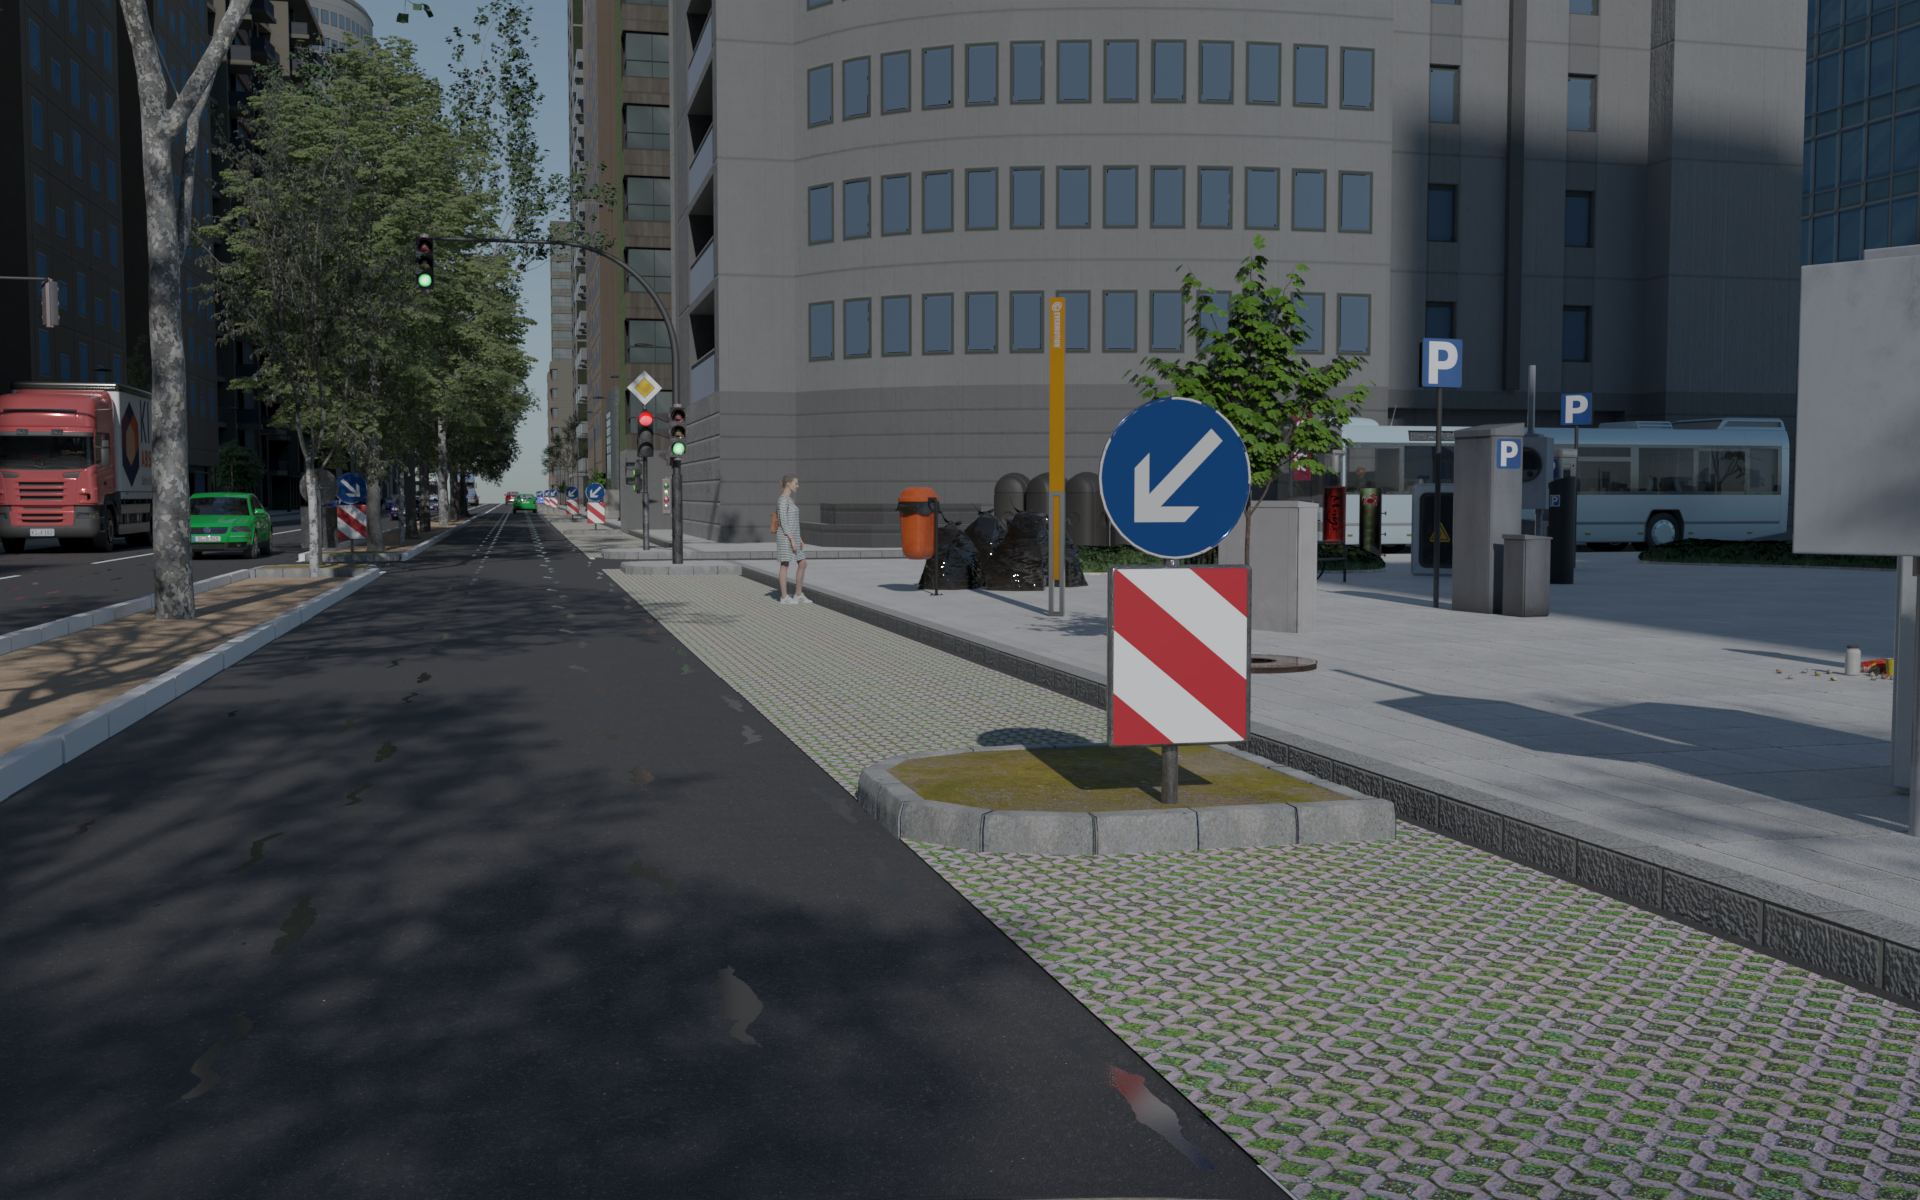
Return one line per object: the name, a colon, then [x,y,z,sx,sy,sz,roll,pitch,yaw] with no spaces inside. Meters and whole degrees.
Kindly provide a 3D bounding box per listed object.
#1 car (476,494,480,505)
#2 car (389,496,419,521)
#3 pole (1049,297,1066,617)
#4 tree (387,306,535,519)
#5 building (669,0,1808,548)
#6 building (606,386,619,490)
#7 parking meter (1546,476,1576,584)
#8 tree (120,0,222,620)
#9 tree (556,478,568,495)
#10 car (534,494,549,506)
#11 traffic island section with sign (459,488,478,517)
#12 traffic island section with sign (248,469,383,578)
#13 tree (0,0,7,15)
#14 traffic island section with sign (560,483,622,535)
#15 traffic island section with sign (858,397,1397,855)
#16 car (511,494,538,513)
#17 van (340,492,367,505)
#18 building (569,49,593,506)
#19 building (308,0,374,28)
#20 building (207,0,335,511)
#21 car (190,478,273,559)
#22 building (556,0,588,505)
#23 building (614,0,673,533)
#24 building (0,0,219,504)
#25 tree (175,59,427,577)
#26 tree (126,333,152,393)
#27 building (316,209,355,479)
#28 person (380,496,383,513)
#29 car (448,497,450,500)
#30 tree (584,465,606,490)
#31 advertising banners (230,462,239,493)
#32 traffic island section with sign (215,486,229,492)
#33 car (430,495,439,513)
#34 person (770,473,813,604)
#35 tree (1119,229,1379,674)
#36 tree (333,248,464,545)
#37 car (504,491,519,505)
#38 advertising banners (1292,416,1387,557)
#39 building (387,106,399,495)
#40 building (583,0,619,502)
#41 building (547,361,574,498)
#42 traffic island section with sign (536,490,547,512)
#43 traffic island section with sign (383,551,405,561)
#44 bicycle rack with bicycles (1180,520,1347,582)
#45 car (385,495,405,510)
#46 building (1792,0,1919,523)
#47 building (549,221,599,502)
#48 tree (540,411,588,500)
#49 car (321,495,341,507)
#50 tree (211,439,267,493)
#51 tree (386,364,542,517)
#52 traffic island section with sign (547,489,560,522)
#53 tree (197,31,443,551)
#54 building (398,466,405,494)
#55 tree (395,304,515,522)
car: [-65.215,-13.600,231.407,2.155,1.783,4.494,-1,4,-16]
car: [-30.119,-5.014,94.558,1.945,1.354,3.894,-1,4,-13]
pole: [1.017,-1.484,18.107,0.158,3.312,0.155,0,3,0]
tree: [-28.362,-11.490,96.977,9.857,13.997,8.962,0,3,0]
building: [6.184,-31.158,51.427,28.212,58.520,21.231,-1,4,-14]
building: [-8.548,-48.087,98.896,22.319,86.520,31.000,-1,4,-14]
parking meter: [8.588,-0.999,24.752,0.372,1.533,0.369,0,3,0]
tree: [-7.596,-9.806,18.682,12.611,20.169,13.585,0,3,0]
tree: [-46.434,-12.734,202.805,1.663,3.219,1.824,0,3,0]
car: [-51.288,-12.413,212.545,1.945,1.707,3.694,-1,4,-14]
traffic island section with sign: [-31.739,-6.262,110.526,2.006,1.907,1.989,-1,4,-14]
traffic island section with sign: [-11.363,-1.369,30.525,2.006,1.907,1.989,-1,4,-14]
tree: [-5.400,-5.668,5.505,12.009,13.543,11.850,0,3,0]
traffic island section with sign: [-13.086,-3.236,61.543,1.989,1.847,2.006,-1,4,-14]
traffic island section with sign: [0.595,0.050,7.813,1.989,1.847,2.006,-1,4,-14]
car: [-32.822,-7.446,130.545,1.959,1.807,4.718,-1,4,-15]
van: [-42.381,-7.171,121.636,2.240,2.365,5.245,-1,4,-15]
building: [-27.170,-33.915,174.111,23.786,49.044,30.456,-1,4,-14]
building: [-78.498,-40.248,200.056,21.231,58.520,28.212,-1,4,-14]
building: [-65.685,-30.068,146.230,22.147,44.769,28.867,-1,4,-14]
car: [-16.736,-1.865,39.282,1.959,1.807,4.718,-1,4,-15]
building: [-40.254,-47.604,216.569,20.563,71.187,20.611,-1,4,-14]
building: [-6.790,-18.219,69.586,14.160,30.474,14.107,-1,4,-14]
building: [-43.978,-26.384,81.490,14.600,45.320,14.200,-1,4,-14]
tree: [-10.993,-4.672,29.208,4.360,8.622,3.978,0,3,0]
tree: [-35.796,-7.584,74.353,4.737,8.622,4.395,0,3,0]
building: [-67.246,-24.287,168.791,14.160,30.474,14.107,-1,4,-14]
person: [-43.997,-7.320,131.365,0.799,1.438,0.628,2,4,31]
car: [-70.973,-13.757,237.287,2.083,1.381,4.827,-1,4,-15]
tree: [-24.083,-7.360,114.939,1.663,3.219,1.824,0,3,0]
advertising banners: [-40.559,-6.159,96.895,0.090,3.025,2.074,-1,4,-12]
traffic island section with sign: [-35.546,-4.574,83.409,1.989,1.847,2.006,-1,4,-14]
car: [-40.724,-7.371,133.102,1.945,1.354,3.894,-1,4,-14]
person: [-2.218,-0.794,22.492,0.522,1.701,0.512,0,4,7]
tree: [2.250,-1.107,12.708,1.663,3.219,1.824,0,3,0]
tree: [-15.715,-5.847,48.411,4.737,8.622,4.395,0,3,0]
car: [-59.503,-13.568,230.507,2.281,1.827,5.304,-1,4,-14]
advertising banners: [7.510,-2.349,34.593,2.074,3.025,0.090,2,4,34]
building: [-86.153,-41.911,227.243,21.231,58.520,28.212,-1,4,-14]
building: [-25.407,-30.658,151.363,14.600,45.320,14.200,-1,4,-14]
building: [-43.392,-24.327,242.783,27.650,21.520,28.899,-1,4,-14]
traffic island section with sign: [-31.960,-7.767,135.613,1.989,1.847,2.006,-1,4,-14]
traffic island section with sign: [-13.182,-1.809,37.706,2.006,1.907,1.989,-1,4,-14]
bicycle rack with bicycles: [4.156,-0.724,25.224,2.925,0.926,2.852,-3,5,-43]
car: [-51.827,-8.995,159.429,2.083,1.381,4.827,-1,4,-13]
building: [35.253,-24.826,56.014,14.200,45.320,14.600,-1,4,-14]
building: [-54.591,-35.367,261.848,14.154,41.232,14.086,-1,4,-14]
tree: [-43.617,-15.873,193.930,7.601,10.594,8.767,2,4,29]
car: [-46.555,-7.229,127.786,1.945,1.707,3.694,-1,4,-15]
tree: [-43.929,-7.381,104.388,4.285,4.588,4.351,0,3,0]
tree: [-30.658,-11.443,106.561,9.611,12.733,9.660,0,3,0]
traffic island section with sign: [-19.784,-4.844,87.822,1.989,1.847,2.006,-1,4,-14]
tree: [-14.313,-7.441,42.249,7.486,12.596,7.792,0,3,0]
building: [-87.231,-29.271,250.277,14.160,30.474,14.107,-1,4,-14]
tree: [-26.097,-9.732,87.332,9.928,11.665,9.643,0,3,0]
